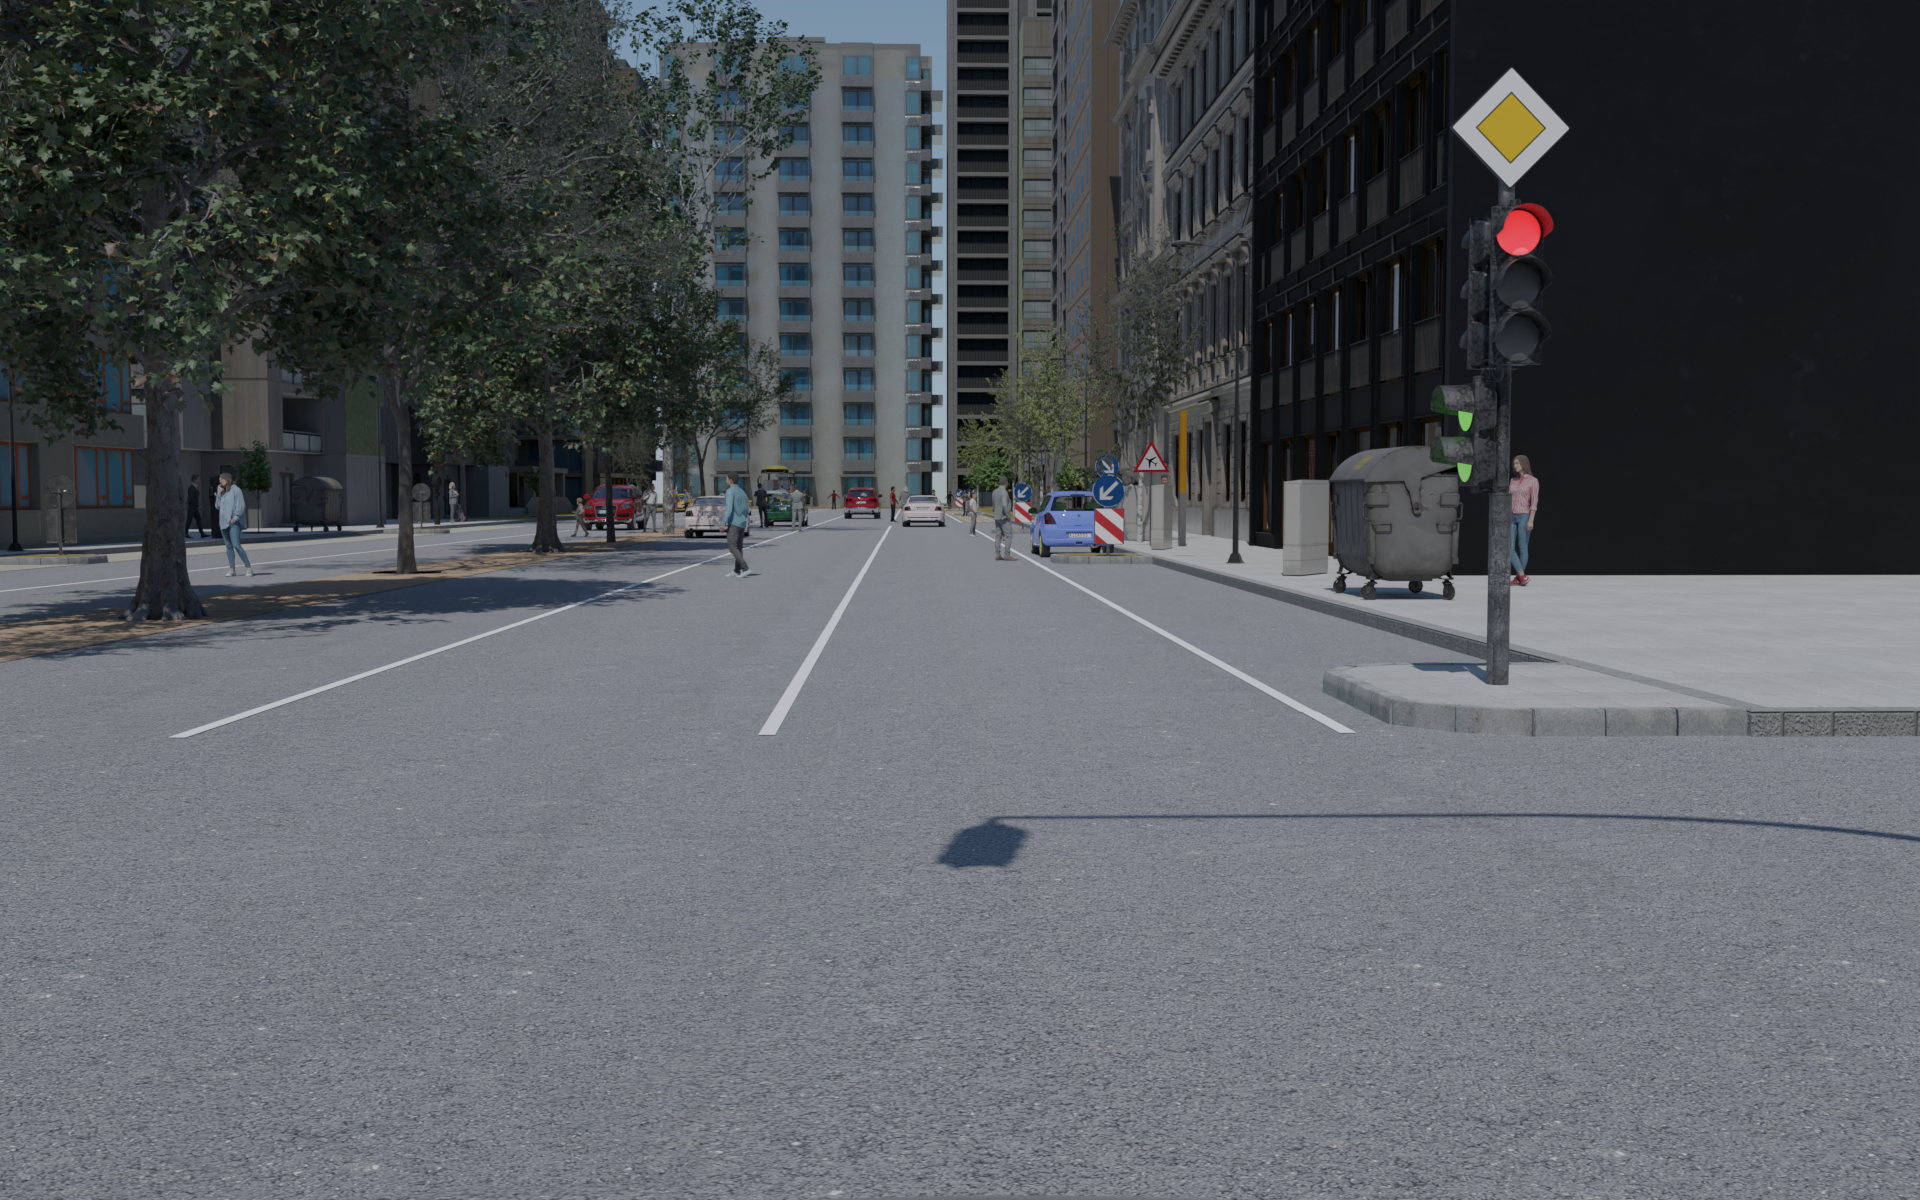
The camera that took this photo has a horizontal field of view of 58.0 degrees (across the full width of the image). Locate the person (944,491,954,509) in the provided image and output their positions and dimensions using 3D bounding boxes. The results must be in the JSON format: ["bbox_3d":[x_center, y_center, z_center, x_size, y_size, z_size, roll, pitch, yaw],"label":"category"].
[{"bbox_3d":[-0.985,-9.141,158.782,1.217,1.723,0.721,-3,5,-41],"label":"person"}]

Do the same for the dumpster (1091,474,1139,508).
[{"bbox_3d":[4.490,-2.698,49.866,1.264,1.857,1.865,0,4,-2],"label":"dumpster"}]

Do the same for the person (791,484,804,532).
[{"bbox_3d":[-6.214,-3.514,66.138,0.511,1.800,0.466,-1,4,-11],"label":"person"}]

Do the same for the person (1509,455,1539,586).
[{"bbox_3d":[7.799,-1.111,24.220,0.555,1.821,0.388,3,5,42],"label":"person"}]

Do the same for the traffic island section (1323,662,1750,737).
[{"bbox_3d":[3.646,0.648,11.684,2.009,0.180,2.903,0,4,-2],"label":"traffic island section"}]

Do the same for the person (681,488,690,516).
[{"bbox_3d":[-17.967,-6.423,113.500,0.705,1.826,1.348,-2,4,-30],"label":"person"}]

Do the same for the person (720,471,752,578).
[{"bbox_3d":[-3.811,-1.297,29.725,0.620,1.820,0.660,1,4,19],"label":"person"}]

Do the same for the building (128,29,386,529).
[{"bbox_3d":[-31.461,-23.396,66.123,14.154,41.232,14.086,0,4,-2],"label":"building"}]

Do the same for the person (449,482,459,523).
[{"bbox_3d":[-22.161,-4.266,75.968,0.526,1.800,0.537,2,4,25],"label":"person"}]

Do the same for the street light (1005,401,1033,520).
[{"bbox_3d":[2.910,-6.951,86.189,1.470,5.913,1.316,0,4,-2],"label":"street light"}]

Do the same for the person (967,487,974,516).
[{"bbox_3d":[0.723,-6.366,112.217,0.705,1.869,1.348,-1,4,-17],"label":"person"}]

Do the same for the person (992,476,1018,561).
[{"bbox_3d":[0.919,-1.757,37.319,0.391,1.810,0.635,-3,4,-36],"label":"person"}]

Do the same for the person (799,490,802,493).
[{"bbox_3d":[-12.105,-7.483,131.771,0.541,1.710,0.530,-2,4,-31],"label":"person"}]

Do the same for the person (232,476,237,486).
[{"bbox_3d":[-22.601,-2.938,53.878,0.447,1.846,0.655,-2,4,-24],"label":"person"}]

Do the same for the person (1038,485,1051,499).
[{"bbox_3d":[5.077,-5.688,99.177,1.348,1.807,0.705,1,4,16],"label":"person"}]

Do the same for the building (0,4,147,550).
[{"bbox_3d":[-35.466,-11.408,31.559,27.650,21.520,28.899,0,4,-2],"label":"building"}]

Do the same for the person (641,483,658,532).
[{"bbox_3d":[-11.569,-3.423,64.573,0.679,1.850,0.850,-3,5,-40],"label":"person"}]

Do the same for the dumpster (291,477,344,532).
[{"bbox_3d":[-21.868,-3.251,58.911,1.264,1.857,1.865,0,4,-2],"label":"dumpster"}]

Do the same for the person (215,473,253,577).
[{"bbox_3d":[-12.601,-1.303,30.071,0.793,1.790,0.793,0,4,-1],"label":"person"}]

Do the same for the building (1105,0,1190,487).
[{"bbox_3d":[14.348,-17.558,74.458,14.401,28.519,23.554,0,4,-2],"label":"building"}]

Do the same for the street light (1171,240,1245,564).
[{"bbox_3d":[4.558,-3.629,31.881,1.470,5.913,1.316,0,4,-2],"label":"street light"}]

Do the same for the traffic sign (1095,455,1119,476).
[{"bbox_3d":[4.742,-3.408,55.828,0.768,2.556,0.104,0,4,6],"label":"traffic sign"}]

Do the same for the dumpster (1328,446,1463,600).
[{"bbox_3d":[5.431,-0.970,21.617,1.264,1.857,1.865,0,4,-2],"label":"dumpster"}]

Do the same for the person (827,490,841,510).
[{"bbox_3d":[-11.622,-9.242,159.567,1.348,1.831,0.705,-1,4,-20],"label":"person"}]

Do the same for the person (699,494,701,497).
[{"bbox_3d":[-20.187,-7.767,135.431,0.705,1.831,1.348,-2,4,-35],"label":"person"}]

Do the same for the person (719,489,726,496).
[{"bbox_3d":[-18.288,-7.684,134.208,1.350,1.814,0.705,-1,4,-19],"label":"person"}]

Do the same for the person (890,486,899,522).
[{"bbox_3d":[-3.368,-4.870,88.061,0.705,1.831,1.348,1,4,11],"label":"person"}]

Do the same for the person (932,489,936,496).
[{"bbox_3d":[-1.809,-6.359,113.185,0.721,1.735,1.217,-1,4,-12],"label":"person"}]

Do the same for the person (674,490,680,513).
[{"bbox_3d":[-21.422,-7.419,130.352,0.990,1.755,0.434,3,5,40],"label":"person"}]

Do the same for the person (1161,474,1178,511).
[{"bbox_3d":[5.324,-2.374,45.132,0.678,1.792,0.850,0,4,1],"label":"person"}]

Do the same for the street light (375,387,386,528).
[{"bbox_3d":[-21.443,-5.687,65.523,1.470,5.913,1.316,0,4,-2],"label":"street light"}]

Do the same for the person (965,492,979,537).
[{"bbox_3d":[0.449,-2.866,57.957,0.523,1.515,0.503,-1,4,-20],"label":"person"}]

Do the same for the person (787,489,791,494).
[{"bbox_3d":[-13.944,-8.128,141.388,1.348,1.824,0.705,-1,4,-13],"label":"person"}]

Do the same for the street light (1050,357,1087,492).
[{"bbox_3d":[3.738,-5.277,58.813,1.470,5.913,1.316,0,4,-2],"label":"street light"}]

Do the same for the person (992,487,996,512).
[{"bbox_3d":[2.564,-7.353,126.280,0.705,1.821,1.348,-1,4,-22],"label":"person"}]

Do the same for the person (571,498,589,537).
[{"bbox_3d":[-12.706,-2.763,57.942,0.640,1.303,0.475,-3,4,-37],"label":"person"}]

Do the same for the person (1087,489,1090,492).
[{"bbox_3d":[5.578,-4.146,76.429,0.503,1.515,0.523,-1,4,-11],"label":"person"}]

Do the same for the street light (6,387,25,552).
[{"bbox_3d":[-20.597,-4.040,38.592,1.470,5.913,1.316,0,4,-2],"label":"street light"}]

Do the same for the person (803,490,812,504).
[{"bbox_3d":[-11.414,-7.197,126.885,1.217,1.735,0.721,1,4,12],"label":"person"}]

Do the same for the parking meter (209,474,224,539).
[{"bbox_3d":[-21.401,-2.705,49.943,0.255,1.863,0.399,3,5,40],"label":"parking meter"}]

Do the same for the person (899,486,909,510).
[{"bbox_3d":[-2.612,-4.425,81.039,0.537,1.800,0.526,-1,4,-9],"label":"person"}]

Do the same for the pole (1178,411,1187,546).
[{"bbox_3d":[5.441,-2.968,42.366,0.158,3.312,0.155,0,3,0],"label":"pole"}]

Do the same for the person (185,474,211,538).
[{"bbox_3d":[-22.135,-2.713,50.181,0.755,1.850,0.659,-1,4,-12],"label":"person"}]

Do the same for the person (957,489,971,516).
[{"bbox_3d":[0.280,-6.164,110.007,1.217,1.735,0.721,3,5,42],"label":"person"}]

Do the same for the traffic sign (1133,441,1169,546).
[{"bbox_3d":[4.689,-2.600,42.521,0.884,2.594,0.081,0,4,2],"label":"traffic sign"}]

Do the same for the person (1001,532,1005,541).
[{"bbox_3d":[1.326,-2.411,52.596,0.362,1.253,0.373,-2,4,-25],"label":"person"}]

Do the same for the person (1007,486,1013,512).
[{"bbox_3d":[3.507,-7.048,120.913,1.348,1.869,0.705,1,4,22],"label":"person"}]

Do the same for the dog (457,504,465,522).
[{"bbox_3d":[-22.891,-3.963,79.175,0.513,0.831,0.800,0,4,4],"label":"dog"}]

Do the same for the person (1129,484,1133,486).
[{"bbox_3d":[5.827,-3.232,58.768,0.514,1.842,0.818,0,4,-3],"label":"person"}]

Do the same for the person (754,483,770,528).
[{"bbox_3d":[-8.445,-4.026,73.694,0.648,1.900,0.474,-2,4,-25],"label":"person"}]
